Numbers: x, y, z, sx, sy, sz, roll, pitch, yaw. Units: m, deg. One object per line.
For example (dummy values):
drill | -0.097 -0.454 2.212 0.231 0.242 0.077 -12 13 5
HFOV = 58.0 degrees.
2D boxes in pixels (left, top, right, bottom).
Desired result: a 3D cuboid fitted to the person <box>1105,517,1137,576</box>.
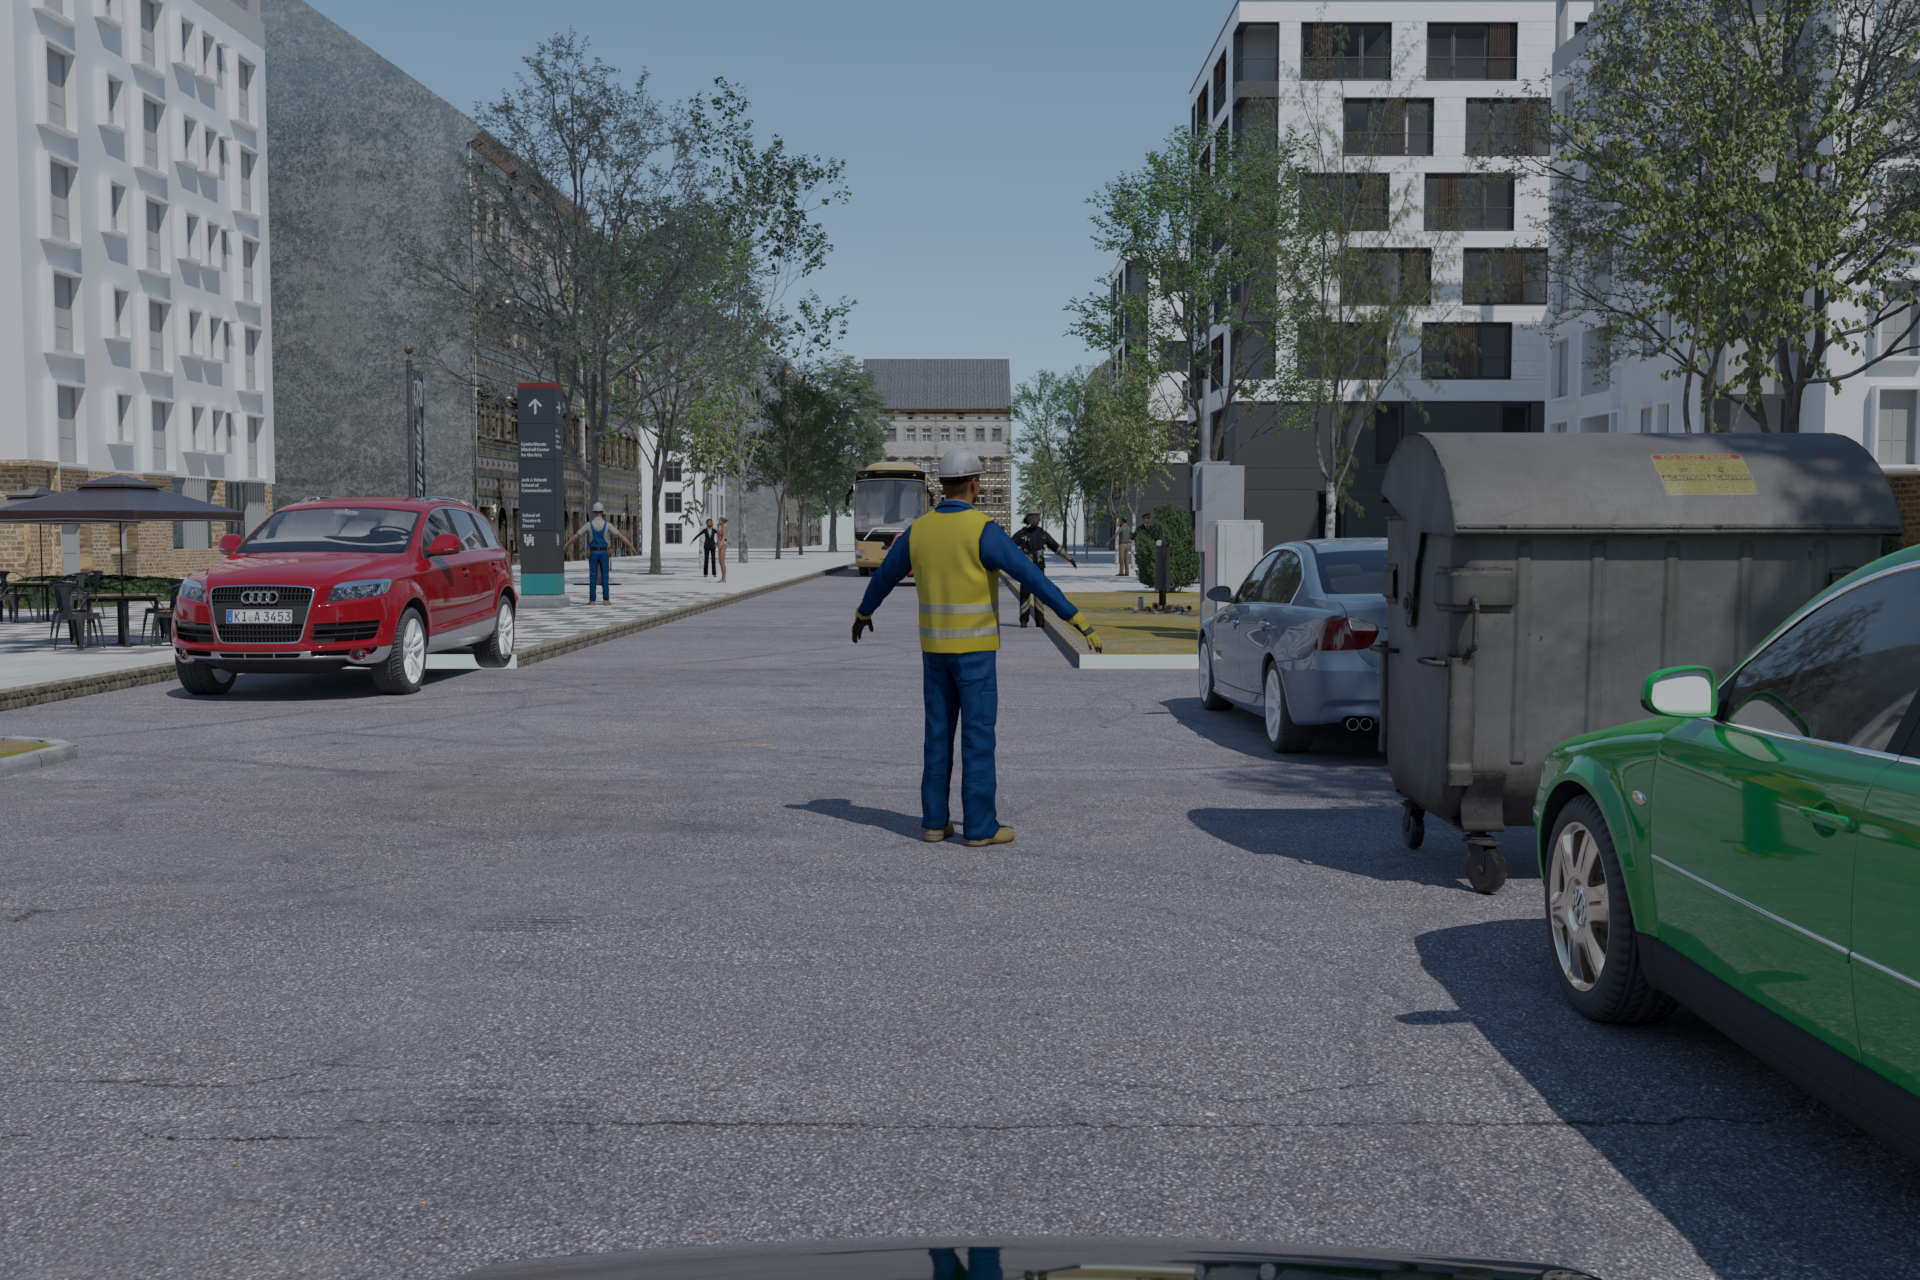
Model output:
person | 4.968 -2.841 52.725 1.348 1.796 0.705 -3 5 -40

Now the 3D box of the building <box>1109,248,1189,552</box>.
building | 25.839 -18.129 140.389 27.936 21.610 32.646 0 3 0

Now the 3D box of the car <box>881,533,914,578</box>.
car | -1.174 -2.446 49.036 2.155 1.783 4.494 0 4 0

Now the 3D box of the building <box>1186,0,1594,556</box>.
building | 24.533 -14.605 82.764 27.936 21.610 32.646 0 3 0

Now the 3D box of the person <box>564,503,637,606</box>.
person | -6.498 -1.548 31.159 1.347 1.847 0.705 -1 4 -11

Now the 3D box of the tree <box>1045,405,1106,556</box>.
tree | 6.517 -9.108 99.281 4.360 8.622 3.978 0 3 0

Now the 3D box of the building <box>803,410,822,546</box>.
building | -25.195 -21.935 189.558 19.493 23.208 18.063 0 4 0

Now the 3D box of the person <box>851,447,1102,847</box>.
person | 0.015 0.023 8.044 1.349 1.833 0.705 2 4 31

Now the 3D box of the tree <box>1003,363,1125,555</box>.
tree | 6.375 -11.049 106.406 9.928 11.665 9.643 0 3 0

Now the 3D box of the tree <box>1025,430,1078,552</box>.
tree | 6.199 -10.477 121.667 4.737 8.622 4.395 0 3 0

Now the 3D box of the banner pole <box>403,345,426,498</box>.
banner pole | -7.286 -2.031 23.220 0.401 3.779 0.863 0 4 0

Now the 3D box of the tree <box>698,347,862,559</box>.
tree | -9.201 -9.328 86.918 8.767 10.594 7.601 0 4 -4

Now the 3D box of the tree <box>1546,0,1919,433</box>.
tree | 8.906 -4.258 19.989 4.737 8.622 4.395 0 3 0

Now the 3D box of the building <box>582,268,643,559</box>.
building | -28.074 -15.994 92.430 19.493 23.208 18.063 0 4 0

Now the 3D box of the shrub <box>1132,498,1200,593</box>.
shrub | 4.555 -2.071 37.896 1.661 2.075 1.752 0 3 0

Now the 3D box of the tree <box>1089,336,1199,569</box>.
tree | 6.551 -6.931 63.681 4.737 8.622 4.395 0 3 0

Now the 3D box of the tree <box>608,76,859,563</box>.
tree | -10.477 -13.385 74.735 12.611 20.169 13.585 0 3 0

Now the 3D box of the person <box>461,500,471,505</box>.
person | -8.409 -1.446 29.407 0.705 1.858 1.354 -1 4 -9

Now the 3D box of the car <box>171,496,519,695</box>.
car | -5.887 -0.518 17.139 2.281 1.827 5.304 0 3 0

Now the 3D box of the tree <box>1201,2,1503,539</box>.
tree | 5.137 -4.565 24.999 4.360 8.622 3.978 0 3 0

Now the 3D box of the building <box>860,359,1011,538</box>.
building | -2.945 -23.390 215.817 18.063 23.208 19.493 0 4 0

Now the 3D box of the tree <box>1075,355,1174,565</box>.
tree | 6.576 -7.391 71.208 4.737 8.622 4.395 0 3 0

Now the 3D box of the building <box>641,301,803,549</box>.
building | -24.760 -20.186 160.969 19.493 23.208 18.063 0 4 0

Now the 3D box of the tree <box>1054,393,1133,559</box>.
tree | 6.651 -8.493 89.216 4.737 8.622 4.395 0 3 0

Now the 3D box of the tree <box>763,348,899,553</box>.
tree | -8.854 -13.080 120.515 9.857 13.997 8.962 0 3 0

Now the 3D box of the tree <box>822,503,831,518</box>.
tree | -18.195 -17.055 213.254 7.601 10.594 8.767 0 4 -6

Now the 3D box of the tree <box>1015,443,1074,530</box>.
tree | 10.620 -18.098 214.024 7.486 12.596 7.792 0 3 0

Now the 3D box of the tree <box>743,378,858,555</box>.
tree | -9.793 -10.398 104.415 8.767 10.594 7.601 1 4 20

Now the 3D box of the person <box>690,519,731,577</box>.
person | -7.441 -2.742 51.555 1.216 1.740 0.721 -1 4 -13

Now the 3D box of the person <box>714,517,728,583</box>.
person | -6.348 -2.377 45.666 0.721 1.733 1.217 -1 4 -14

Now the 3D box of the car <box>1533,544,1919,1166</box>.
car | 2.685 0.311 3.713 1.959 1.807 4.718 0 4 0

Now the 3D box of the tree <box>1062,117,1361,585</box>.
tree | 6.322 -7.238 44.105 9.928 11.665 9.643 0 3 0

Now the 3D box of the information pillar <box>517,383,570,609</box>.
information pillar | -7.244 -2.484 29.990 0.750 3.857 0.750 0 4 0

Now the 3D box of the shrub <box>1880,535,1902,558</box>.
shrub | 19.476 -2.020 37.442 1.690 2.028 1.600 0 3 0

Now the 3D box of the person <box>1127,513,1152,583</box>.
person | 4.896 -2.413 45.382 1.347 1.837 0.705 -2 4 -29

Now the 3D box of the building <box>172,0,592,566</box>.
building | -27.364 -14.849 73.709 19.493 23.208 18.063 0 4 1

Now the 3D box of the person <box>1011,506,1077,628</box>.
person | 1.114 -1.119 26.527 1.354 1.856 0.705 -1 4 -11

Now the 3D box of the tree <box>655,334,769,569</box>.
tree | -9.358 -6.918 63.466 4.737 8.622 4.395 0 3 0

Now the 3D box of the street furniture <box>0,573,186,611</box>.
street furniture | -16.108 -1.036 32.570 10.072 0.657 5.734 3 5 44

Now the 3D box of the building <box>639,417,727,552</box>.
building | -23.171 -11.997 138.293 9.099 9.664 28.070 0 4 -1

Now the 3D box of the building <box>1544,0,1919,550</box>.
building | 25.387 -12.341 58.201 16.016 20.090 11.380 0 4 0

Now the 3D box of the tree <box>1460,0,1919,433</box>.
tree | 13.546 -7.207 28.203 12.009 13.543 11.850 0 3 0

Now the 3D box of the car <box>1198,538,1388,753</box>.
car | 2.881 -0.039 12.638 2.014 1.417 4.499 0 4 -1

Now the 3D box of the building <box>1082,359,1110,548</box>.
building | 22.037 -20.697 169.316 19.493 23.208 18.063 0 4 0

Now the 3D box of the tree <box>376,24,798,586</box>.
tree | -9.232 -8.108 42.940 12.009 13.543 11.850 0 3 0

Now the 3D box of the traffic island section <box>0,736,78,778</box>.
traffic island section | -6.626 0.751 10.582 1.991 0.108 1.994 0 3 0

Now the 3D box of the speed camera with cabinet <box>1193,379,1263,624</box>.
speed camera with cabinet | 3.333 -1.665 21.553 0.660 3.252 2.038 0 4 0

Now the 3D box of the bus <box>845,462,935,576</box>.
bus | -2.274 -4.361 62.850 2.896 3.916 12.252 0 4 0

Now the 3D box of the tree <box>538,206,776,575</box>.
tree | -9.451 -7.867 54.374 9.928 11.665 9.643 0 3 0

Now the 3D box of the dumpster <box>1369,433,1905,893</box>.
dumpster | 2.785 0.052 7.373 1.865 1.857 1.264 0 4 -1

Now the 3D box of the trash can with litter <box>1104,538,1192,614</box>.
trash can with litter | 3.288 -1.074 28.620 1.678 1.210 2.233 0 3 0

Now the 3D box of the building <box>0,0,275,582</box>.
building | -27.728 -11.471 43.969 16.016 20.090 11.380 0 4 0
